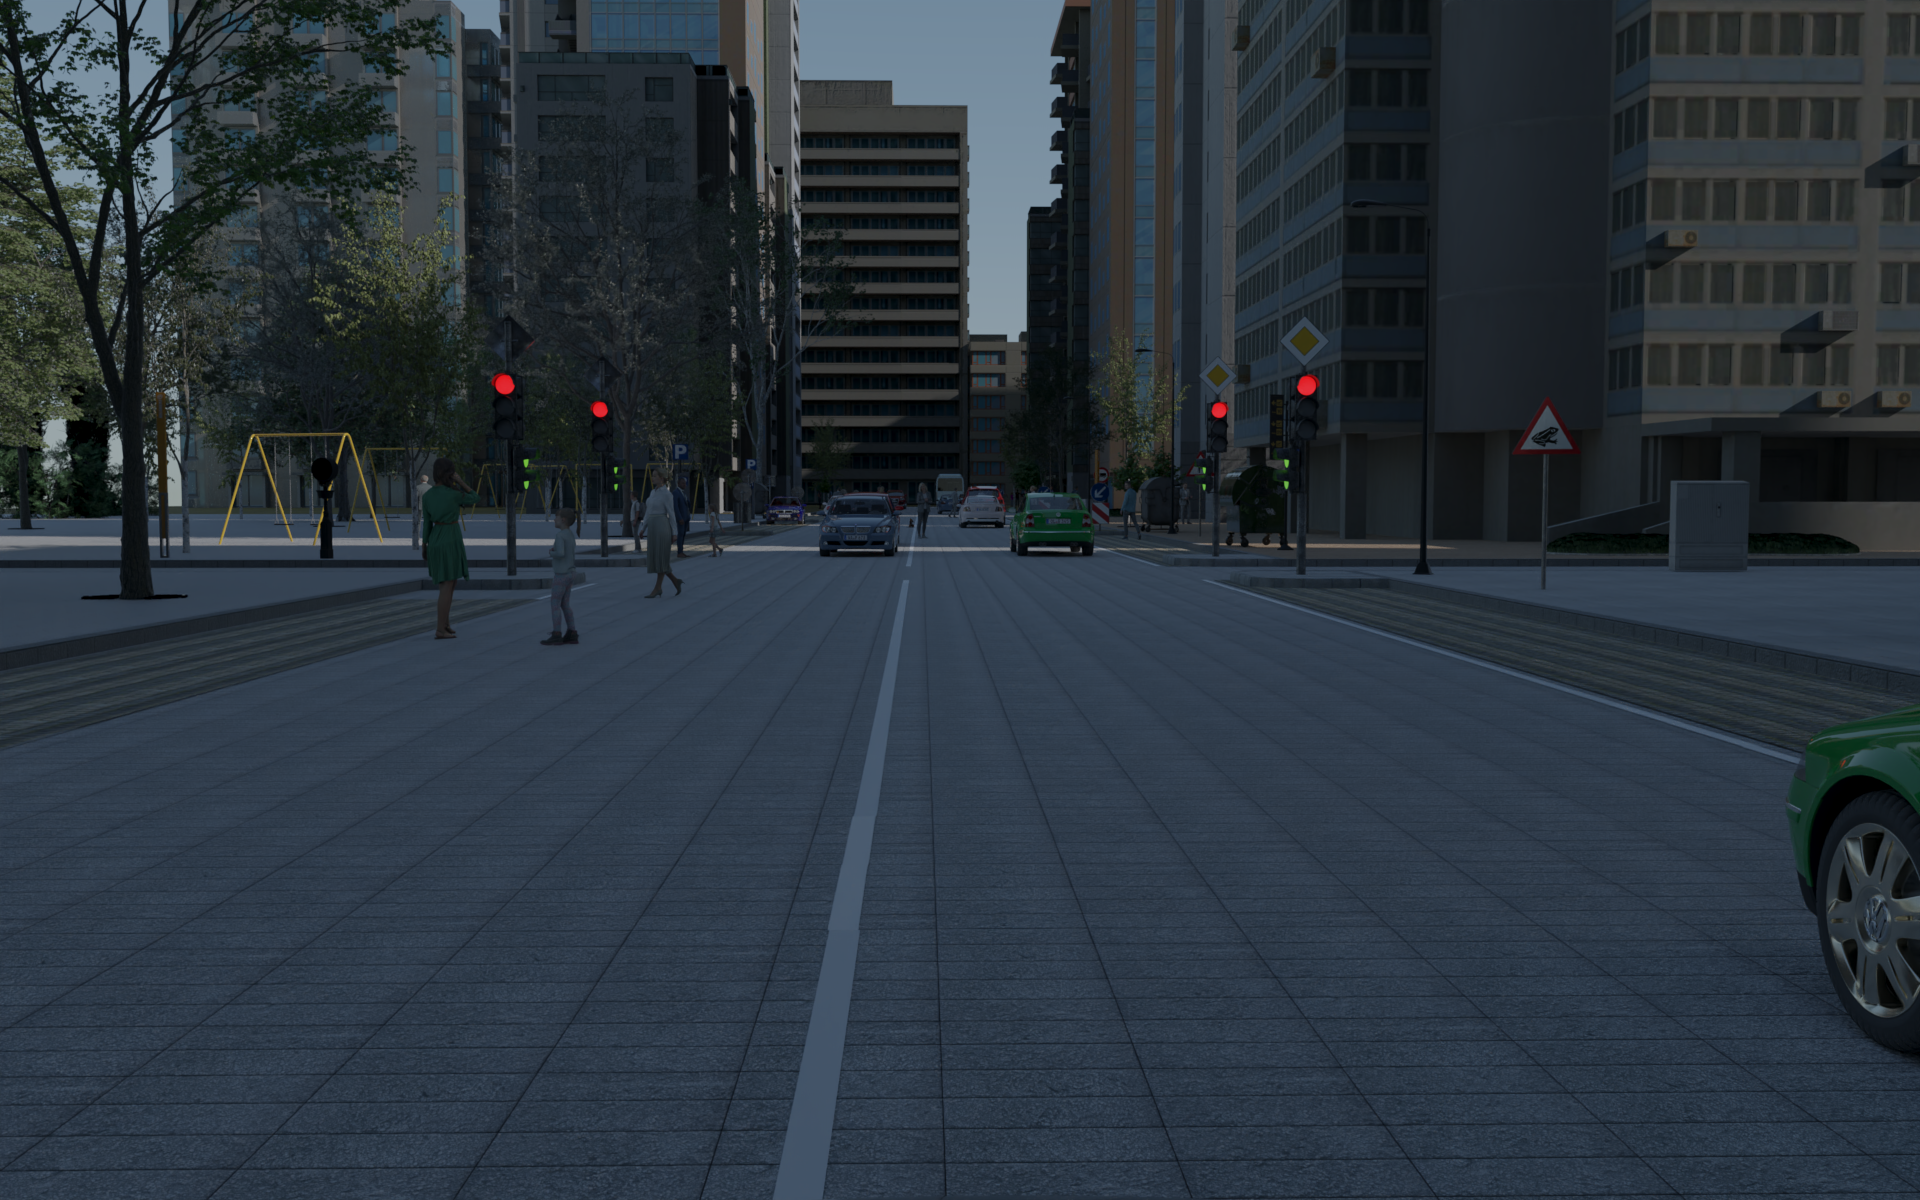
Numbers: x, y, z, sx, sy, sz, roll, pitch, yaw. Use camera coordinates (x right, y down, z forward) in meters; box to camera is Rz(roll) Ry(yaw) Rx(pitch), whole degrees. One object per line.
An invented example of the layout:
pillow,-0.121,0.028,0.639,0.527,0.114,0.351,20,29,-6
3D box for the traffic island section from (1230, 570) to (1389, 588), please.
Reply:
traffic island section,5.453,-0.325,27.587,2.009,0.180,2.903,0,4,-1

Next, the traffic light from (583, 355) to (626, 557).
traffic light,-7.225,-2.828,35.160,0.839,4.253,0.868,0,4,-1

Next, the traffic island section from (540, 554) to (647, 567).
traffic island section,-7.265,-0.796,35.294,2.009,0.180,2.903,0,4,-1

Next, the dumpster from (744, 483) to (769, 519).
dumpster,-10.603,-5.141,89.813,1.264,1.857,1.865,0,4,-1

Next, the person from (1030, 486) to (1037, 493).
person,3.249,-4.118,76.051,0.641,1.798,0.478,0,4,-8

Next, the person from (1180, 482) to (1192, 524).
person,9.676,-4.153,74.143,0.606,1.804,0.583,-2,4,-30

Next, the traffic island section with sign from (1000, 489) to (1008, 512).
traffic island section with sign,2.994,-7.870,137.299,1.989,1.847,2.006,0,4,-1

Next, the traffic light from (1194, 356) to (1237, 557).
traffic light,5.233,-2.846,35.455,0.839,4.253,0.868,0,4,-1

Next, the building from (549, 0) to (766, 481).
building,-22.349,-29.423,131.184,14.600,45.320,14.200,0,4,-1

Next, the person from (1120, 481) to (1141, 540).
person,5.314,-2.793,54.028,0.638,1.841,0.748,-2,4,-32

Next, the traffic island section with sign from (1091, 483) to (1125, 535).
traffic island section with sign,4.712,-3.173,60.509,1.989,1.847,2.006,0,4,-1

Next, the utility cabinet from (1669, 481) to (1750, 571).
utility cabinet,12.404,-1.223,28.679,1.173,1.500,0.318,0,4,3

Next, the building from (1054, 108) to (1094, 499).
building,15.122,-22.106,133.127,14.160,30.474,14.107,0,4,-1

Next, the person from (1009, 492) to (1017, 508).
person,4.622,-8.755,152.408,0.599,1.433,0.991,-3,5,-41

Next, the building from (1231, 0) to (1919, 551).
building,22.011,-22.150,54.030,23.993,40.220,32.217,0,4,-1

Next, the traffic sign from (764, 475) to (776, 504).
traffic sign,-10.170,-5.541,92.724,0.606,2.300,0.079,0,4,-1

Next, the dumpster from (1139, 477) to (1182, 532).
dumpster,6.779,-3.228,58.535,1.264,1.857,1.865,0,4,-1

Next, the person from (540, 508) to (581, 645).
person,-3.804,-0.227,16.490,0.394,1.301,0.425,-1,4,-10

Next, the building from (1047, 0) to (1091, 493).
building,19.406,-30.558,154.240,22.147,44.769,28.867,0,4,-1

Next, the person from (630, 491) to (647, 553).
person,-7.851,-1.890,41.999,0.503,1.515,0.523,3,5,43

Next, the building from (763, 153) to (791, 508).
building,-21.929,-22.905,146.195,14.160,30.474,14.107,0,4,-1

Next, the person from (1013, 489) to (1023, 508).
person,5.292,-9.351,159.749,1.217,1.723,0.721,0,4,3

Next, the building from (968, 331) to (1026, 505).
building,15.314,-22.368,210.763,28.899,21.520,27.650,0,4,-1

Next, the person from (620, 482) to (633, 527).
person,-12.899,-3.721,67.109,0.641,1.798,0.478,-1,4,-12

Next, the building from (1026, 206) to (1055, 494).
building,13.636,-24.728,176.009,14.160,30.474,14.107,0,4,-1

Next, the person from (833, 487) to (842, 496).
person,-6.883,-5.393,96.860,0.592,1.802,0.473,0,4,-6

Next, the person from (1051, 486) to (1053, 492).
person,6.280,-6.909,118.877,0.709,1.838,0.599,-2,4,-33

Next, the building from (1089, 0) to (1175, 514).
building,16.428,-28.631,118.224,14.600,45.320,14.200,0,4,-1

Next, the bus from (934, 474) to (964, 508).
bus,-0.997,-10.463,165.930,2.948,3.499,13.247,0,4,-1

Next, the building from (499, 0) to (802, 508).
building,-30.095,-38.465,170.894,28.212,58.520,21.231,0,4,-1

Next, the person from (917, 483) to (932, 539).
person,-1.135,-2.890,55.934,0.537,1.800,0.526,-1,4,-15

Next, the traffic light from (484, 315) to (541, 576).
traffic light,-7.045,-2.340,27.177,0.839,4.253,0.868,0,4,-1

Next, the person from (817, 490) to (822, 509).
person,-12.113,-8.656,149.045,0.415,1.643,0.593,-1,4,-11

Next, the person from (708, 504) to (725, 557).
person,-5.544,-1.578,39.313,0.382,1.210,0.505,0,4,3

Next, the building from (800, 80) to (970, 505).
building,-9.870,-35.660,206.742,21.600,48.544,21.300,0,4,-1

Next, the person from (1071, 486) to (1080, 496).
person,6.896,-5.959,103.818,0.623,1.781,0.721,1,4,17

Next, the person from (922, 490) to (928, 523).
person,-1.791,-4.772,86.502,0.573,1.828,0.580,1,4,22

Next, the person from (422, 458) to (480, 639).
person,-5.148,-0.522,17.285,0.600,1.795,0.529,1,4,12

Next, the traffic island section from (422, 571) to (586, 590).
traffic island section,-7.085,-0.308,27.311,2.009,0.180,2.903,0,4,-1

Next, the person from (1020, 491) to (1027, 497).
person,5.876,-9.280,158.566,0.742,1.727,0.445,-2,4,-34

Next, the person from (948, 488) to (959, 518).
person,-0.296,-5.924,105.484,0.853,1.813,0.709,-2,4,-35

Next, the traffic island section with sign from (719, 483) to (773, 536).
traffic island section with sign,-7.495,-3.136,59.898,1.989,1.847,2.006,0,4,-1

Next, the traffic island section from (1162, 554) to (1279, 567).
traffic island section,5.273,-0.813,35.570,2.009,0.180,2.903,0,4,-1

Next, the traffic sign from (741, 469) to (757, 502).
traffic sign,-10.507,-5.268,86.231,0.768,2.556,0.104,0,4,5

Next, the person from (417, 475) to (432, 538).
person,-14.943,-2.565,48.153,0.661,1.801,0.590,-3,5,-39

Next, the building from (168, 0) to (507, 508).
building,-59.588,-33.633,169.514,30.456,49.044,23.786,0,4,-1

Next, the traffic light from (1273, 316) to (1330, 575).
traffic light,5.413,-2.358,27.472,0.839,4.253,0.868,0,4,-1

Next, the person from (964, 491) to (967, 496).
person,0.667,-10.595,182.247,1.217,1.766,0.721,-2,4,-30

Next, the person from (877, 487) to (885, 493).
person,-4.141,-5.034,90.780,0.580,1.828,0.573,2,4,35

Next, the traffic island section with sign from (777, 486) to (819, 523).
traffic island section with sign,-8.091,-4.784,86.847,1.989,1.847,2.006,0,4,-1

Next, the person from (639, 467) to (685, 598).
person,-4.109,-0.934,24.004,0.641,1.798,0.478,-2,4,-34

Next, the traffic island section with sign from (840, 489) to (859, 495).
traffic island section with sign,-9.260,-7.926,138.218,1.989,1.847,2.006,0,4,-1

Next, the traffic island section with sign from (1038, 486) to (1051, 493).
traffic island section with sign,4.104,-4.833,87.650,1.989,1.847,2.006,0,4,-1

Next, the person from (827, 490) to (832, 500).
person,-12.714,-9.996,169.470,0.705,1.826,1.348,-1,4,-18

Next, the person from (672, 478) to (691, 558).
person,-6.299,-1.859,39.083,0.419,1.800,0.721,0,4,7

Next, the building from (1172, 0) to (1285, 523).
building,21.717,-33.470,89.239,21.231,58.520,28.212,0,4,-1

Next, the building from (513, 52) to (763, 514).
building,-21.374,-21.128,117.151,14.160,30.474,14.107,0,4,-1

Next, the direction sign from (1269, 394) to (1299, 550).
direction sign,7.447,-2.907,39.531,0.876,3.537,0.379,-1,4,-20

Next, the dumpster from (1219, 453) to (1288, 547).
dumpster,7.232,-2.438,42.347,1.502,2.255,1.985,0,4,-1
